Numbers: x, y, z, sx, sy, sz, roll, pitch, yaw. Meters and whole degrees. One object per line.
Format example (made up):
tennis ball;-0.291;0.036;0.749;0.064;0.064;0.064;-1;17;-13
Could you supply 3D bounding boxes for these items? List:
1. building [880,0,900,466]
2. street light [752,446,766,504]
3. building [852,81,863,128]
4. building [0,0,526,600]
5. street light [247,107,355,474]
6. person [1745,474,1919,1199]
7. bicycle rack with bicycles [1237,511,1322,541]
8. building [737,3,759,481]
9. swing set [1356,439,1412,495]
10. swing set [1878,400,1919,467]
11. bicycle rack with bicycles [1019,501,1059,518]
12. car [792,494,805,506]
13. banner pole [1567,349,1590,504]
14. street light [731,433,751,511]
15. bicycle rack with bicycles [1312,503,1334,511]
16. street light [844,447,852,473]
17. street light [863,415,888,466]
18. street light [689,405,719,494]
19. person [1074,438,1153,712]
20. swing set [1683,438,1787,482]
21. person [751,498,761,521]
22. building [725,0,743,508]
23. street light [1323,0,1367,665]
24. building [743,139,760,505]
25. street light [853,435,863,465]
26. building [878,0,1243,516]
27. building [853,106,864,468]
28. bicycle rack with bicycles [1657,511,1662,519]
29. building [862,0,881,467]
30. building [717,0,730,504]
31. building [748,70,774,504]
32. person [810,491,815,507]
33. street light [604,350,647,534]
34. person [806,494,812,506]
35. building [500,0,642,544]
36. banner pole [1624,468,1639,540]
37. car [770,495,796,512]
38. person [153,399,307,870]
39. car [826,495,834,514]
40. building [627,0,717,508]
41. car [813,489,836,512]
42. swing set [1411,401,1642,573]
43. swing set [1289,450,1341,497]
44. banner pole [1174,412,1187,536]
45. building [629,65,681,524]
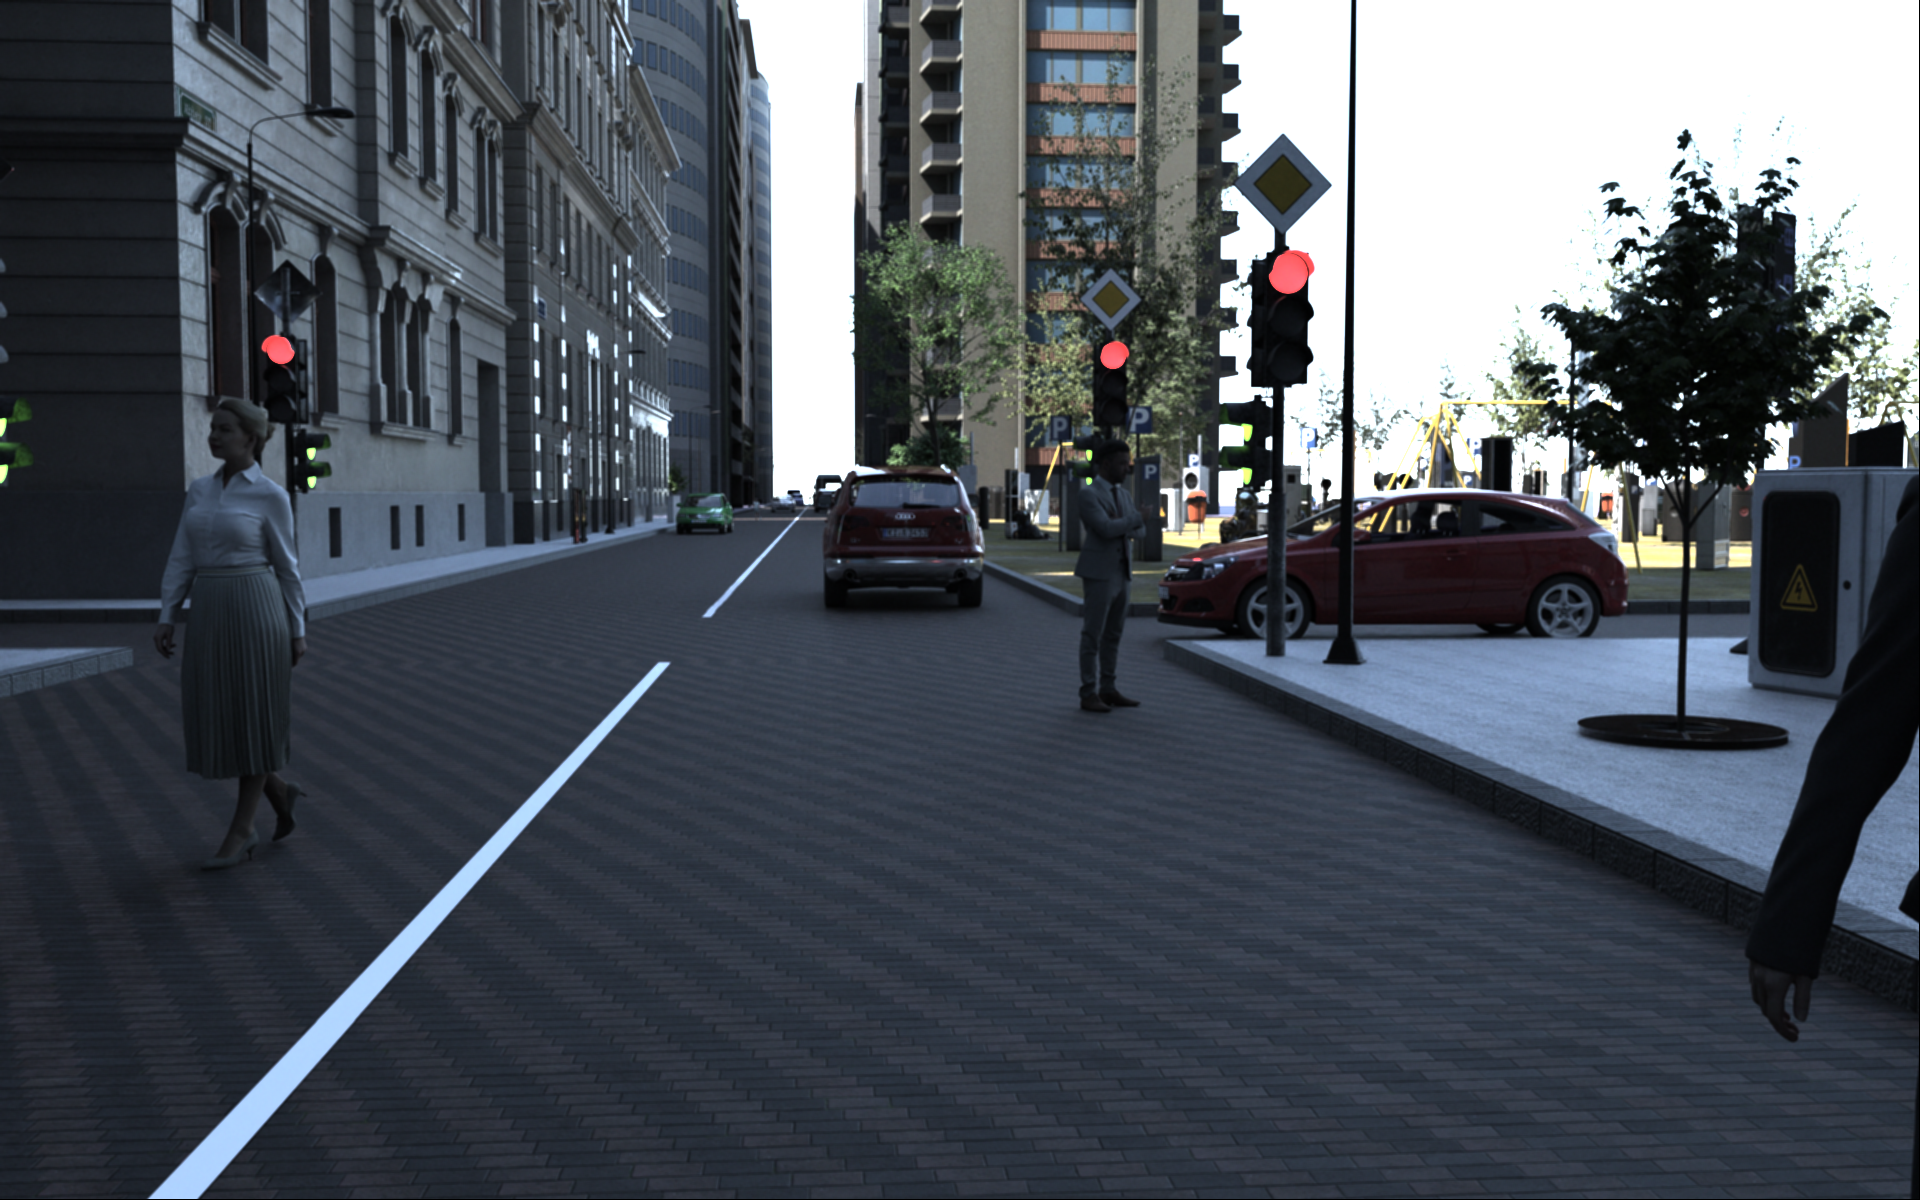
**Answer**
building;0.710;-27.678;136.132;14.154;41.232;14.086;0;4;-5
street light;-19.849;-11.941;167.770;1.470;5.913;1.316;0;4;-5
building;1.132;-38.475;218.307;28.713;52.752;27.495;0;4;-5
building;-16.457;-14.891;30.865;14.401;28.519;23.554;0;4;-5
street light;-7.959;-2.958;20.910;1.470;5.913;1.316;0;4;-5
person;1.291;0.420;2.060;0.576;1.772;0.534;-1;4;-16
bicycle rack with bicycles;6.146;-1.046;30.491;2.925;0.926;2.852;0;4;2
building;-36.854;-36.806;191.023;28.713;52.752;27.495;0;4;-5
swing set;9.183;-2.197;33.538;2.862;2.851;3.119;1;4;9
swing set;17.042;-1.936;29.278;3.119;2.851;2.862;-1;4;-12
bicycle rack with bicycles;3.933;-4.910;93.662;2.852;0.926;2.925;-2;4;-27
car;-18.967;-11.744;201.604;1.945;1.707;3.694;0;4;-6
banner pole;8.523;-2.072;23.894;0.401;3.779;0.863;3;5;42
street light;-16.909;-9.766;132.217;1.470;5.913;1.316;0;4;-5
bicycle rack with bicycles;15.842;-3.644;72.956;2.925;0.926;2.852;-2;4;-33
street light;-10.603;-12.249;172.805;1.470;5.913;1.316;0;4;-5
street light;-4.801;-7.904;101.768;1.470;5.913;1.316;0;4;-5
street light;-13.587;-7.231;90.772;1.470;5.913;1.316;0;4;-5
person;1.035;-0.173;11.513;0.466;1.800;0.511;2;4;27
swing set;22.637;-3.202;49.969;2.862;2.851;3.119;0;4;-5
person;-10.999;-4.884;93.368;0.505;1.210;0.382;-1;4;-22
building;-29.938;-32.085;148.285;21.300;48.544;21.600;0;4;-5
street light;2.391;-2.473;12.973;1.470;5.913;1.316;0;4;-5
building;-32.063;-34.419;212.867;14.600;45.320;14.200;0;4;-5
street light;-7.606;-10.071;137.209;1.470;5.913;1.316;0;4;-5
building;5.909;-28.106;114.154;22.147;44.769;28.867;0;4;-5
building;-5.060;-33.434;196.763;14.600;45.320;14.200;0;4;-5
bicycle rack with bicycles;27.868;-3.242;66.390;2.852;0.926;2.925;0;4;-8
building;1.652;-37.676;157.995;21.231;58.520;28.212;0;4;-5
building;-24.960;-27.340;130.600;14.154;41.232;14.086;0;4;-5
building;-36.164;-42.288;233.411;21.231;58.520;28.212;0;4;-5
person;-16.327;-11.278;192.981;0.705;1.814;1.350;1;4;20
street light;-10.784;-5.095;55.840;1.470;5.913;1.316;0;4;-5
person;-17.824;-11.824;205.088;1.065;1.426;0.557;3;5;44
building;-17.539;-15.781;55.291;12.463;27.353;25.104;0;4;-5
banner pole;18.869;-3.594;48.779;0.401;3.779;0.863;0;4;-1
car;-14.017;-7.644;137.339;2.083;1.381;4.827;0;4;-5
person;-2.820;0.115;6.846;0.478;1.798;0.641;1;4;20
car;-7.970;-6.302;115.399;2.083;1.381;4.827;0;4;-5
building;-26.481;-34.610;107.880;21.231;58.520;28.212;0;4;-5
car;-10.479;-7.859;137.163;2.281;1.827;5.304;0;4;-6
swing set;9.656;-1.936;29.274;3.119;2.851;2.862;0;4;-3
swing set;13.322;-3.919;61.703;3.119;2.851;2.862;0;4;-2
banner pole;6.739;-3.841;52.813;0.401;3.779;0.863;0;4;4
building;-19.237;-14.820;78.459;11.583;22.565;21.152;0;4;-5
